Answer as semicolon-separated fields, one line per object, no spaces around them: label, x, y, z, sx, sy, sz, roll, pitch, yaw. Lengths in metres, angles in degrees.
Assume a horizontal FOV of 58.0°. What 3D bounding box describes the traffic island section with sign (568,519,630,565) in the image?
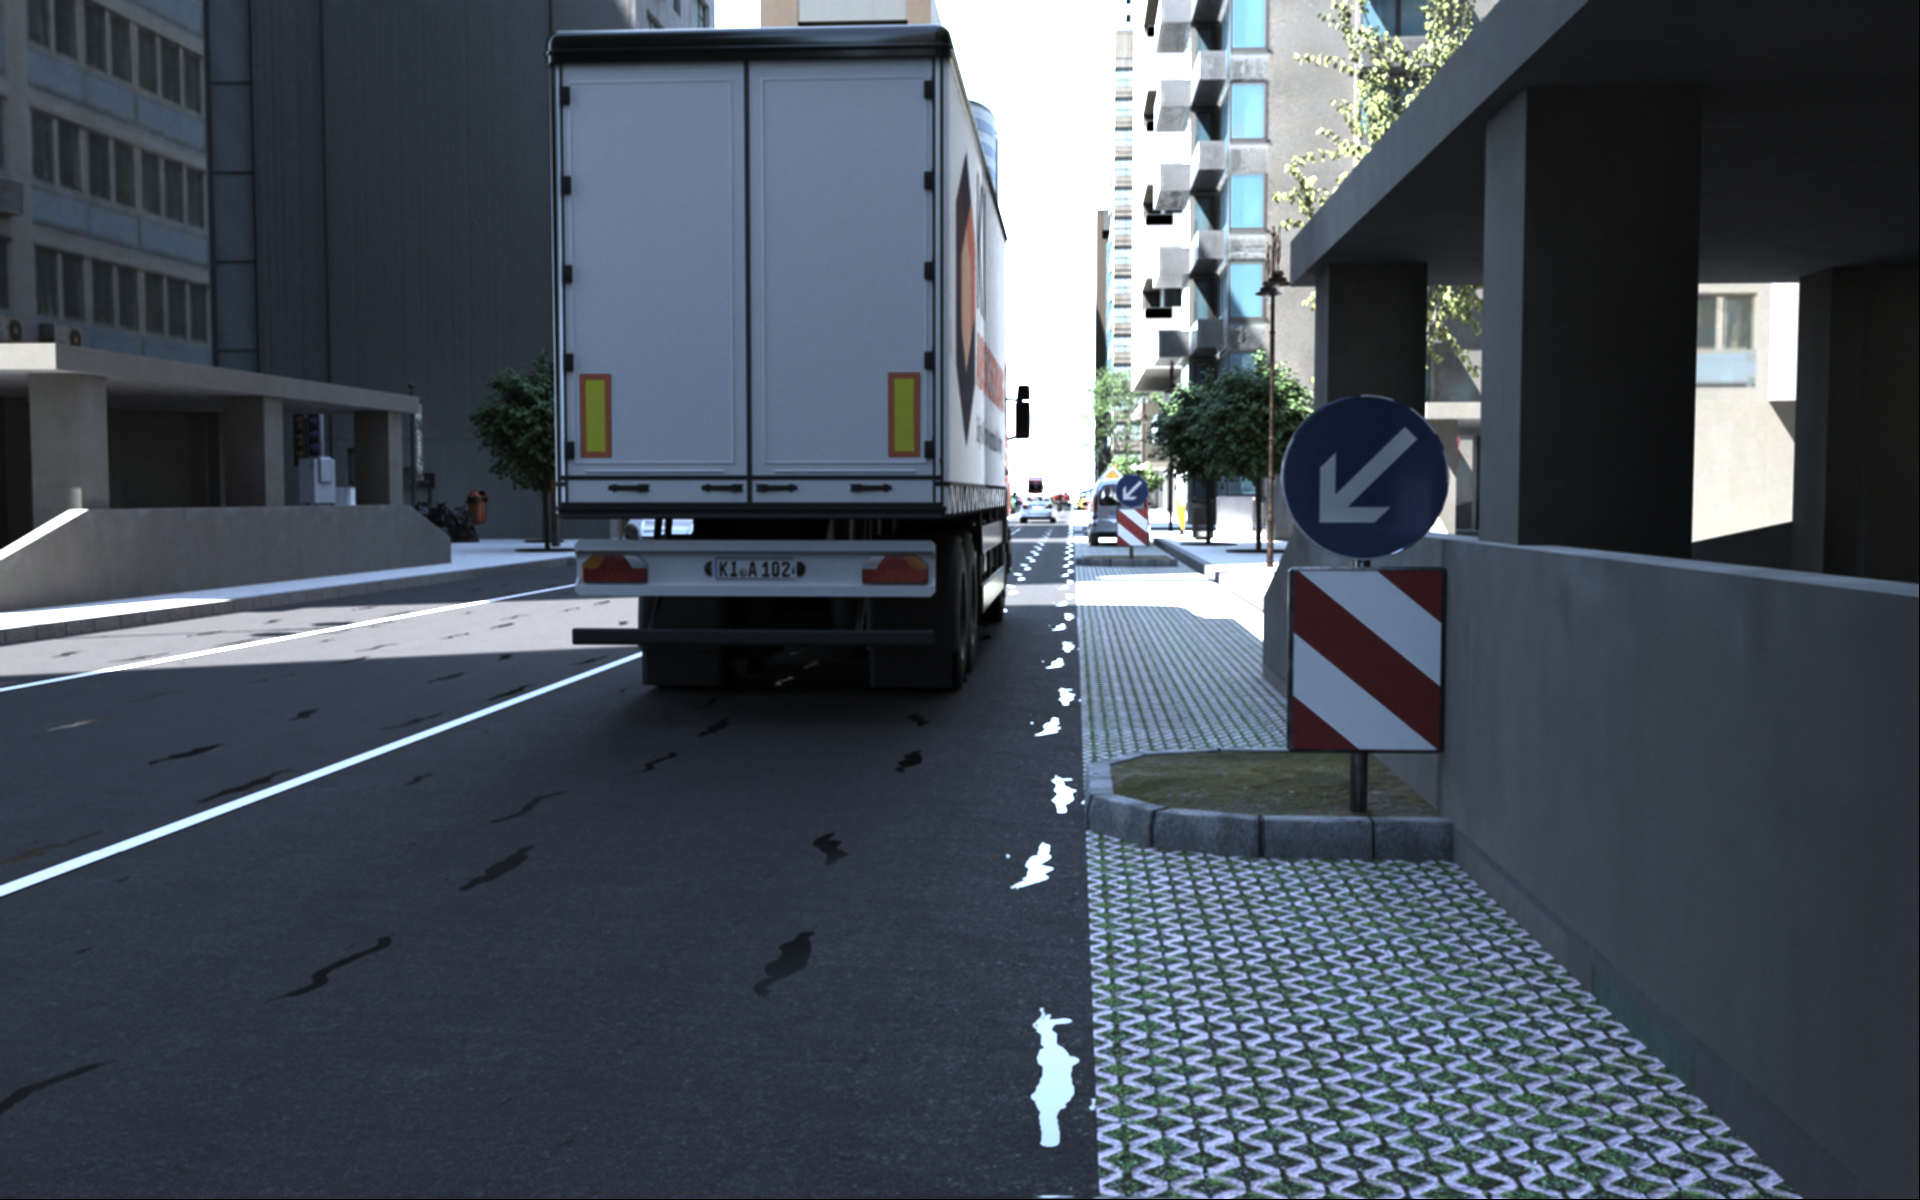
traffic island section with sign;-6.849;-1.658;35.734;1.989;1.847;2.006;0;4;4

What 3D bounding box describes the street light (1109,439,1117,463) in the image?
street light;12.693;-10.368;142.305;0.468;5.910;1.993;0;4;4

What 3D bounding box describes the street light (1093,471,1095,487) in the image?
street light;19.175;-16.427;241.365;0.468;5.910;1.993;0;4;4

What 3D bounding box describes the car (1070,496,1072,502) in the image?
car;18.079;-17.585;296.561;2.155;1.783;4.494;0;4;3

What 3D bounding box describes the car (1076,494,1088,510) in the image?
car;11.342;-8.818;154.401;2.015;1.641;3.980;0;4;3

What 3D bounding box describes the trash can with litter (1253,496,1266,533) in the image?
trash can with litter;9.817;-2.840;57.492;1.678;1.210;2.233;-1;4;-16

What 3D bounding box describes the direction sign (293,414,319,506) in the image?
direction sign;-18.209;-3.443;48.295;0.379;3.537;0.876;2;4;26

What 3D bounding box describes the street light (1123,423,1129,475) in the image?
street light;10.816;-8.555;112.664;0.468;5.910;1.993;0;4;4

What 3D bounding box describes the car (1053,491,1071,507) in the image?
car;11.516;-11.531;197.203;2.281;1.827;5.304;0;4;4

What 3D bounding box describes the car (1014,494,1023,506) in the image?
car;7.369;-11.814;205.152;2.014;1.417;4.499;0;4;4

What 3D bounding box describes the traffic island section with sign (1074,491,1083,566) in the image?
traffic island section with sign;3.331;-1.606;34.886;1.989;1.847;2.006;0;4;4

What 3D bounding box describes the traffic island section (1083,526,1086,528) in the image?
traffic island section;5.837;-2.810;68.217;2.009;0.180;2.903;0;4;4

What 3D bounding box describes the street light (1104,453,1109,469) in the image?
street light;13.760;-11.423;159.546;0.468;5.910;1.993;0;4;4

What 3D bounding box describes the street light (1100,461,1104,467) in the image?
street light;15.821;-13.235;189.176;0.468;5.910;1.993;0;4;4

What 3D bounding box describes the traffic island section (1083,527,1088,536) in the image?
traffic island section;5.316;-2.322;60.249;2.009;0.180;2.903;0;4;4

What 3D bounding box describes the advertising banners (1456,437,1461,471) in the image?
advertising banners;13.588;-3.338;50.757;2.074;3.025;0.090;1;4;23

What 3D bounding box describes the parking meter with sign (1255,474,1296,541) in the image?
parking meter with sign;8.802;-3.131;47.457;1.738;3.016;0.543;-2;4;-27

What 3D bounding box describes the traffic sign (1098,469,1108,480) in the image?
traffic sign;5.813;-3.945;68.141;0.795;2.450;0.064;0;4;4

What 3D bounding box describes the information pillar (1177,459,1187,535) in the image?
information pillar;6.933;-3.848;54.271;0.183;3.616;0.504;-1;4;-14

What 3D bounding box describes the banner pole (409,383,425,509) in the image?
banner pole;-12.368;-3.023;39.444;0.401;3.779;0.863;0;4;4

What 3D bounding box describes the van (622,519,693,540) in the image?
van;-4.670;-1.421;30.247;2.013;2.044;4.112;0;4;5

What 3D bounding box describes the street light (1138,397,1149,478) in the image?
street light;8.770;-6.721;82.674;0.468;5.910;1.993;0;4;4

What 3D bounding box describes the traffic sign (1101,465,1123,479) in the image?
traffic sign;5.292;-3.458;60.173;0.795;2.450;0.064;0;4;4

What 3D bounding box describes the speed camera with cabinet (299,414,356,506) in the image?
speed camera with cabinet;-15.549;-2.998;43.355;0.660;3.252;2.038;2;4;27

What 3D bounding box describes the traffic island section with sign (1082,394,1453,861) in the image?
traffic island section with sign;1.557;0.058;7.684;1.989;1.847;2.006;0;4;4

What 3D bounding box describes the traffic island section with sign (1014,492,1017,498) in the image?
traffic island section with sign;8.979;-16.477;278.025;1.989;1.847;2.006;0;4;4

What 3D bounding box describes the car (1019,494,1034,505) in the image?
car;7.836;-11.501;197.085;2.155;1.783;4.494;0;4;3

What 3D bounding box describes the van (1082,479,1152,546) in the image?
van;4.467;-2.570;49.027;2.013;2.044;4.112;0;4;3

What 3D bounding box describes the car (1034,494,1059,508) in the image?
car;5.160;-5.971;107.843;2.015;1.641;3.980;0;4;3

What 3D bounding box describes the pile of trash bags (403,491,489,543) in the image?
pile of trash bags;-13.713;-2.236;46.312;1.912;1.369;3.447;1;4;17

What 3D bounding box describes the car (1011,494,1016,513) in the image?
car;3.216;-7.393;129.676;1.959;1.807;4.718;0;4;4

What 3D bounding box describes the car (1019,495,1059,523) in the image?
car;3.942;-4.587;87.000;2.014;1.417;4.499;0;4;5

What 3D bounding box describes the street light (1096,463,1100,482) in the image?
street light;17.669;-15.056;218.957;0.468;5.910;1.993;0;4;4
